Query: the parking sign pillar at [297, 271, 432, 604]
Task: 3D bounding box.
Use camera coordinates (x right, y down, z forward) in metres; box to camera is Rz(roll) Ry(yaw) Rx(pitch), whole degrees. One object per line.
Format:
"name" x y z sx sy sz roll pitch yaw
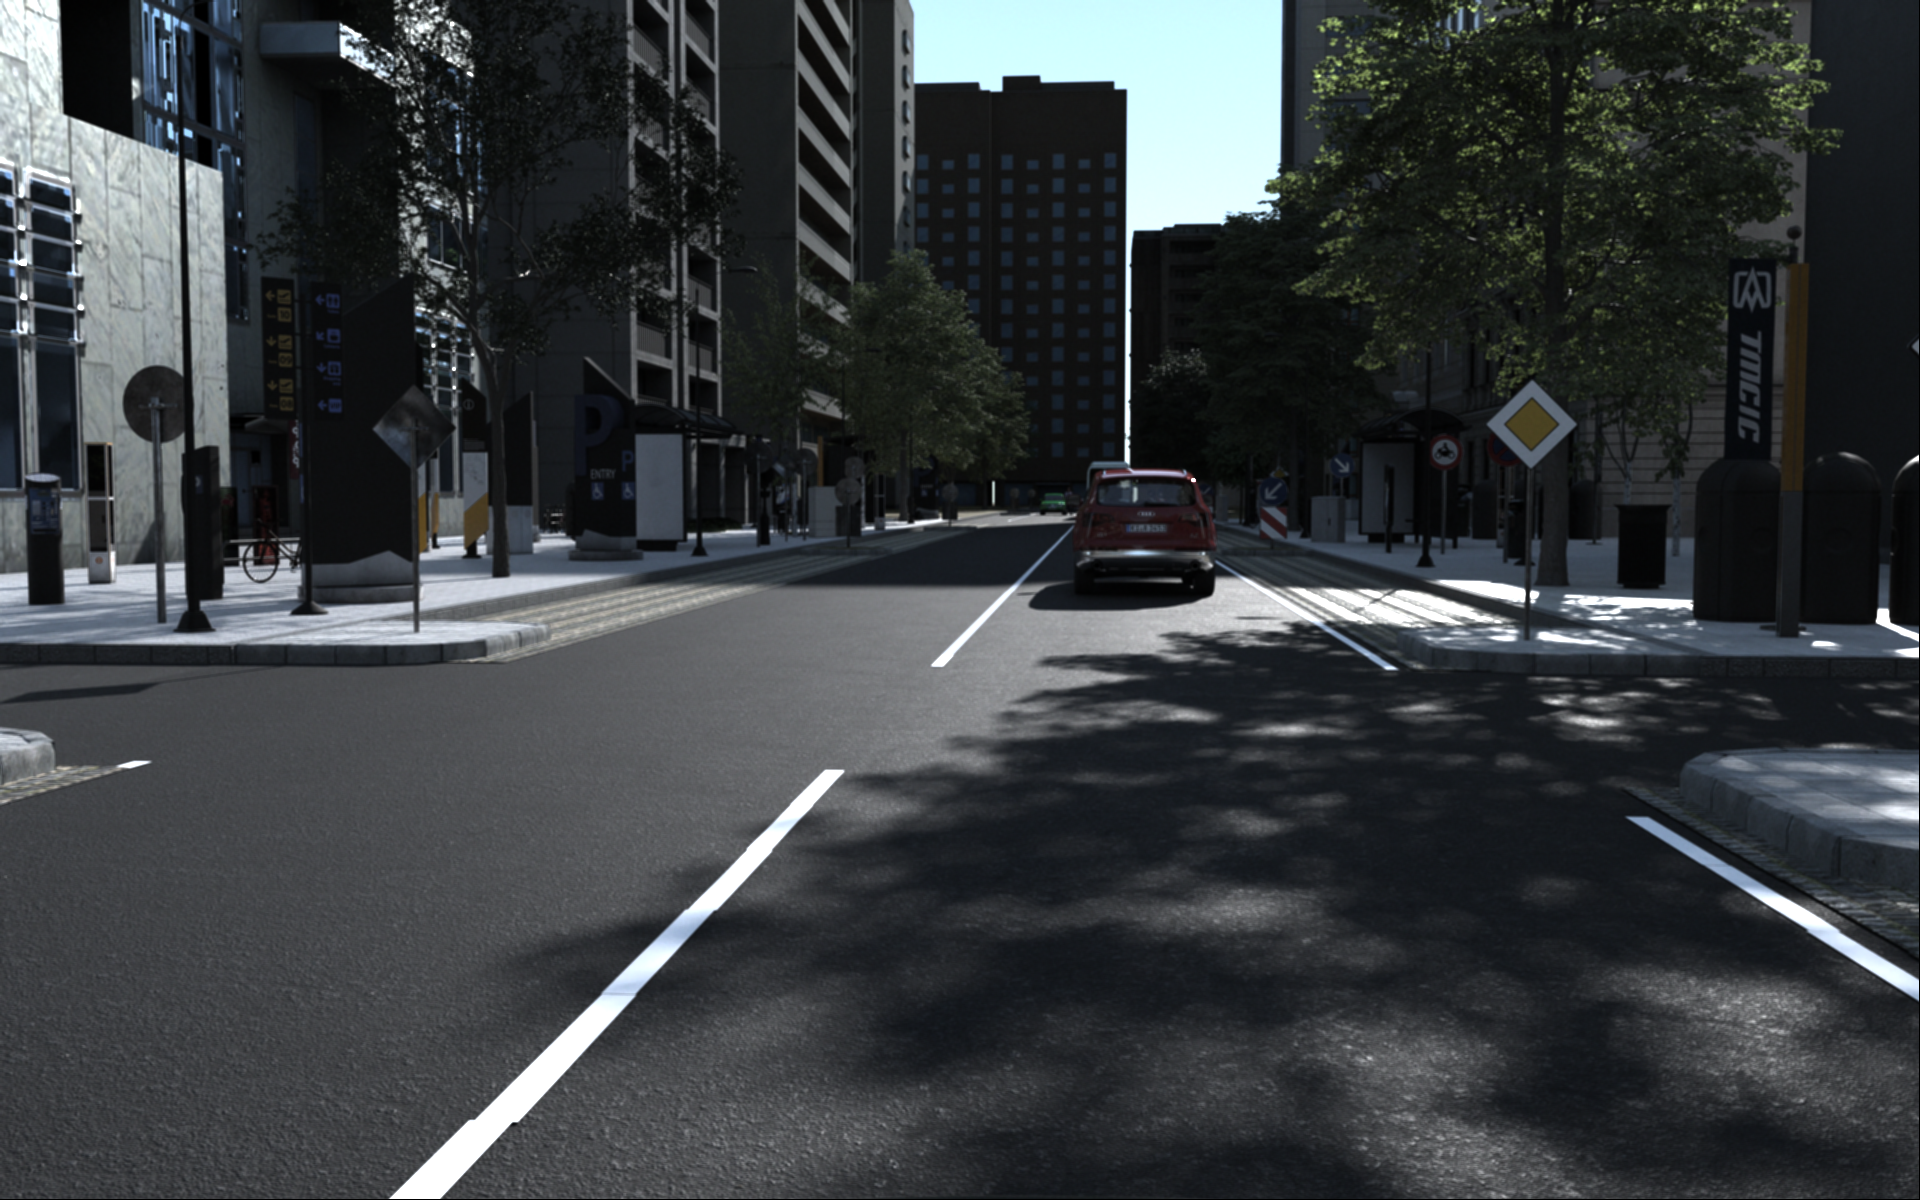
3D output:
"parking sign pillar" -7.225 -1.977 20.789 1.447 3.967 1.447 -3 5 -39

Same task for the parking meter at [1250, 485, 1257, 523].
"parking meter" 12.878 -4.329 76.487 0.399 1.863 0.255 0 4 1

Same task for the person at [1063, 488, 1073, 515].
"person" 7.306 -6.639 116.921 0.709 1.838 0.599 1 4 9

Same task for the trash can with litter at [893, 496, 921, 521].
"trash can with litter" -2.686 -4.445 83.731 1.678 1.210 2.233 2 4 26

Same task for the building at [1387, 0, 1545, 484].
"building" 27.730 -17.895 78.488 13.634 28.700 20.117 0 4 5

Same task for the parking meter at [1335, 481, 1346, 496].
"parking meter" 16.701 -4.302 76.053 0.399 1.863 0.255 -2 4 -25

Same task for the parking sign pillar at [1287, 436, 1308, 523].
"parking sign pillar" 14.887 -5.346 75.871 1.447 3.967 1.447 0 4 -3

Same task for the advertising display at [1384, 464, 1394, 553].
"advertising display" 9.402 -2.004 37.982 0.123 1.923 0.974 1 4 9

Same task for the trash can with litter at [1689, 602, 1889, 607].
"trash can with litter" 9.720 -0.556 20.147 2.233 1.210 1.678 2 4 24

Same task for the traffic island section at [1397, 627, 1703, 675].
"traffic island section" 4.997 0.432 15.216 2.009 0.180 2.903 0 4 5

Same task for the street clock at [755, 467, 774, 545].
"street clock" -4.921 -2.388 43.616 0.358 2.002 0.471 3 4 38

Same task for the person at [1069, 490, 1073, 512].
"person" 8.533 -7.749 135.720 0.750 1.759 0.617 -2 4 -30

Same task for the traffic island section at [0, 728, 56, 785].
"traffic island section" -5.725 0.867 8.104 2.009 0.180 2.903 0 4 5

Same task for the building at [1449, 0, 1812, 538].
"building" 23.765 -11.900 59.187 10.561 19.102 19.286 0 4 5

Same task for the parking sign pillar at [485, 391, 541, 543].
"parking sign pillar" -11.869 -3.511 45.878 1.447 3.967 1.447 1 4 10

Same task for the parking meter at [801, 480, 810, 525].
"parking meter" -6.410 -4.051 71.946 0.255 1.863 0.399 1 4 16

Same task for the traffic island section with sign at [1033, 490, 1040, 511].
"traffic island section with sign" 6.055 -8.318 144.626 1.989 1.847 2.006 0 4 5

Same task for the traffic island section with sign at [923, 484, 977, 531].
"traffic island section with sign" -0.356 -3.638 68.103 1.989 1.847 2.006 0 4 5

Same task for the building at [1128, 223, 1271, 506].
"building" 25.446 -25.452 187.838 14.107 30.474 14.160 0 4 5

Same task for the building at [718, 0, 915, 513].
"building" -15.521 -32.146 149.285 21.600 48.544 21.300 0 4 5

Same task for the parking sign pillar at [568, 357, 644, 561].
"parking sign pillar" -6.916 -2.767 33.719 1.447 3.967 1.447 3 4 36

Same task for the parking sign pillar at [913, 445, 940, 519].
"parking sign pillar" -1.770 -6.165 89.272 1.447 3.967 1.447 1 4 23

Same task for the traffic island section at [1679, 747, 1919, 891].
"traffic island section" 4.331 0.919 7.259 2.009 0.180 2.903 0 4 5

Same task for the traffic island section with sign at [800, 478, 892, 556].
"traffic island section with sign" -2.642 -1.975 40.925 1.989 1.847 2.006 0 4 5

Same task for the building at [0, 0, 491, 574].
"building" -25.440 -44.384 38.353 22.319 86.520 31.000 0 4 5

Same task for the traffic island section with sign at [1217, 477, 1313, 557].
"traffic island section with sign" 7.113 -1.940 40.348 1.989 1.847 2.006 0 4 5

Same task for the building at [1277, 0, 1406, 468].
"building" 36.707 -36.616 140.668 21.231 58.520 28.212 0 4 5

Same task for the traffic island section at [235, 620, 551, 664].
"traffic island section" -5.058 0.380 16.061 2.009 0.180 2.903 0 4 5

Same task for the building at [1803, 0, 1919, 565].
"building" 28.476 -14.274 26.886 24.014 27.812 14.314 0 4 5

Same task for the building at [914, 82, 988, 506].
"building" -3.353 -32.963 189.063 14.200 45.320 14.600 0 4 5

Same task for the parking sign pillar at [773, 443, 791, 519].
"parking sign pillar" -9.327 -6.131 88.709 1.447 3.967 1.447 0 4 -5

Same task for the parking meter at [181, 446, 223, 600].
"parking meter" -9.211 -0.938 21.039 0.399 1.863 0.255 1 4 14

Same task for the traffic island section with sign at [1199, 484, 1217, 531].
"traffic island section with sign" 9.364 -3.583 67.210 1.989 1.847 2.006 0 4 5

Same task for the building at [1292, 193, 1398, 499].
"building" 37.108 -16.384 112.924 27.650 21.520 28.899 0 4 5

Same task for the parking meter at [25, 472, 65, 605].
"parking meter" -10.658 -0.719 20.169 0.372 1.533 0.369 0 3 0

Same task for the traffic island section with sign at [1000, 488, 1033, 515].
"traffic island section with sign" 3.769 -6.655 117.440 1.989 1.847 2.006 0 4 5

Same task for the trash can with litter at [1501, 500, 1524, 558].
"trash can with litter" 11.154 -1.436 34.873 0.624 1.170 1.055 1 4 11

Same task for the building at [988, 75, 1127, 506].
"building" 10.868 -32.938 188.643 14.200 45.320 14.600 0 4 5

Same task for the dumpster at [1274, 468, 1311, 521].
"dumpster" 12.564 -3.898 66.230 1.502 2.255 1.985 0 4 5

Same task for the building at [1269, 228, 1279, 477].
"building" 39.455 -25.344 186.083 14.107 30.474 14.160 0 4 5

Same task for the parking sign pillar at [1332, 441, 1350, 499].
"parking sign pillar" 19.209 -6.047 87.333 1.447 3.967 1.447 2 4 34

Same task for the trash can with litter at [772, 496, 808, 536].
"trash can with litter" -4.895 -2.580 53.241 1.678 1.210 2.233 -3 4 -39

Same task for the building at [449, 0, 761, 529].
"building" -19.077 -38.771 72.150 20.563 71.187 20.611 0 4 5
